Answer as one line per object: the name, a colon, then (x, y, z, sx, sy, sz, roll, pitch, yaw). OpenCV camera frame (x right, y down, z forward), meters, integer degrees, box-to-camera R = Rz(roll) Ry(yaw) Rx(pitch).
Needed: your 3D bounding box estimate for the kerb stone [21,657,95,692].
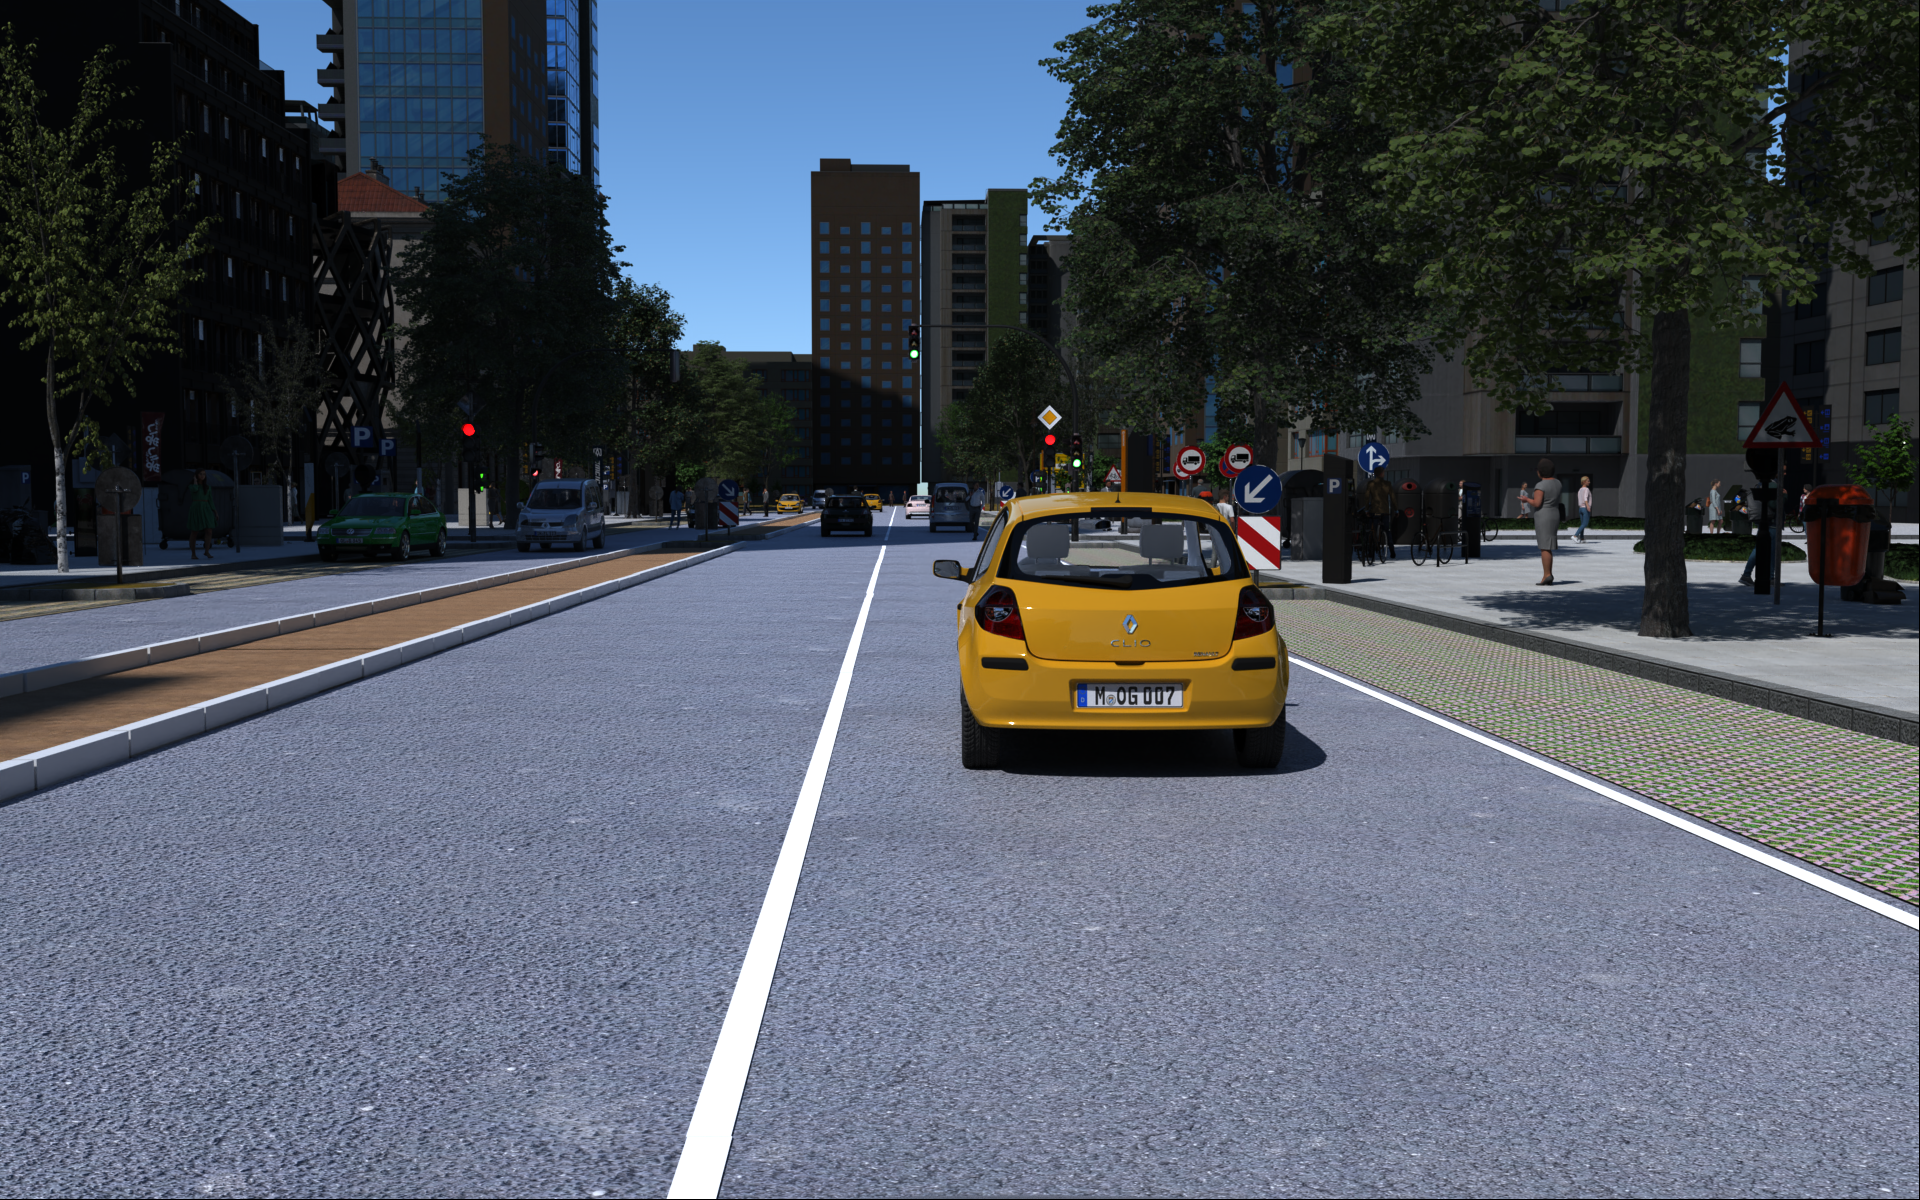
kerb stone: (-6.774, 0.567, 12.930, 0.120, 0.150, 1.000, 0, 4, -2)

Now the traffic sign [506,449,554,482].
traffic sign: (-19.623, -5.209, 79.040, 2.265, 3.308, 0.079, 0, 4, 7)

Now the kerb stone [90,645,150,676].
kerb stone: (-6.827, 0.506, 13.964, 0.120, 0.150, 1.000, 0, 4, -2)

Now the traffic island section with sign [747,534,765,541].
traffic island section with sign: (-7.159, -2.811, 54.097, 2.006, 1.907, 1.989, 0, 4, -2)

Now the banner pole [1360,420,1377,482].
banner pole: (12.928, -3.976, 55.023, 0.401, 3.779, 0.863, -2, 4, -31)

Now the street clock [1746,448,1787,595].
street clock: (10.285, -1.075, 22.144, 0.471, 2.002, 0.358, 2, 4, 26)

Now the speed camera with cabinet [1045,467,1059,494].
speed camera with cabinet: (6.958, -7.991, 124.993, 0.660, 3.252, 2.038, 1, 4, 21)

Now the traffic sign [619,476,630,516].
traffic sign: (-18.863, -5.833, 97.494, 0.606, 2.300, 0.079, 0, 4, 1)

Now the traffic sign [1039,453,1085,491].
traffic sign: (5.037, -5.595, 85.348, 2.265, 3.308, 0.079, 0, 4, 7)

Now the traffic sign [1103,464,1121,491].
traffic sign: (6.640, -4.591, 75.068, 0.884, 2.594, 0.081, 0, 4, 2)

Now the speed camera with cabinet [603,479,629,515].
speed camera with cabinet: (-21.569, -7.015, 109.029, 0.660, 3.252, 2.038, 2, 4, 33)

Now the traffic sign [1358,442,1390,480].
traffic sign: (10.138, -2.594, 42.517, 0.768, 2.556, 0.104, 0, 4, 5)

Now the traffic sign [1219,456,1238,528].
traffic sign: (8.461, -3.303, 54.106, 0.768, 2.556, 0.104, 0, 4, 5)

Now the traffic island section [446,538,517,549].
traffic island section: (-13.012, -1.466, 46.248, 2.009, 0.180, 2.903, 0, 4, -2)

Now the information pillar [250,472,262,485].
information pillar: (-23.094, -3.204, 56.878, 0.304, 2.012, 0.304, -2, 4, -32)

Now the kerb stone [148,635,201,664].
kerb stone: (-6.857, 0.440, 14.997, 0.120, 0.150, 1.000, 0, 4, -2)

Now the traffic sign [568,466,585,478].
traffic sign: (-17.638, -4.870, 79.724, 0.768, 2.556, 0.104, 0, 4, 0)

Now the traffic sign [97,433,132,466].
traffic sign: (-18.152, -2.292, 37.203, 0.795, 2.593, 0.064, 0, 4, 5)

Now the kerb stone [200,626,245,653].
kerb stone: (-6.886, 0.378, 16.019, 0.120, 0.150, 1.000, 0, 4, -2)

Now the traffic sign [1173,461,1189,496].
traffic sign: (7.968, -3.775, 61.822, 0.768, 2.556, 0.104, 0, 4, 2)

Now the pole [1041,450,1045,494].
pole: (3.862, -5.284, 80.234, 0.158, 3.312, 0.155, 0, 3, 0)

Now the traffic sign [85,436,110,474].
traffic sign: (-18.968, -2.338, 38.331, 0.768, 2.556, 0.104, 0, 4, 1)

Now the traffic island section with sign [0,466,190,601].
traffic island section with sign: (-11.916, -0.945, 24.072, 1.989, 1.847, 2.006, 0, 4, -2)

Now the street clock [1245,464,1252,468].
street clock: (6.974, -2.237, 41.150, 0.471, 2.002, 0.358, 1, 4, 18)

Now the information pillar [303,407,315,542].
information pillar: (-17.428, -3.364, 46.358, 0.183, 3.616, 0.504, -3, 5, -39)

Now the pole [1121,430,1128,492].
pole: (5.215, -3.737, 54.951, 0.158, 3.312, 0.155, 0, 3, 0)

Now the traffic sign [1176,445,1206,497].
traffic sign: (6.061, -2.775, 45.475, 0.768, 2.556, 0.104, 0, 4, 4)

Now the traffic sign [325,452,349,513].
traffic sign: (-19.018, -3.229, 52.892, 0.768, 2.556, 0.104, 0, 4, 4)

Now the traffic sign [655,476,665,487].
traffic sign: (-17.134, -5.923, 98.973, 0.606, 2.300, 0.079, 0, 4, -1)

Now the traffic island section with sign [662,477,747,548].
traffic island section with sign: (-6.910, -2.358, 46.694, 2.006, 1.907, 1.989, 0, 4, -2)

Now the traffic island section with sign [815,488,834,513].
traffic island section with sign: (-9.786, -7.404, 129.190, 2.006, 1.907, 1.989, 0, 4, -2)

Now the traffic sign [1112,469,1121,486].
traffic sign: (8.107, -5.460, 89.377, 0.768, 2.556, 0.104, 0, 4, 4)

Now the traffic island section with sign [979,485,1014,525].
traffic island section with sign: (1.984, -4.327, 79.368, 1.989, 1.847, 2.006, 0, 4, -2)

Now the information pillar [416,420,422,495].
information pillar: (-17.064, -3.872, 54.656, 0.183, 3.616, 0.504, -2, 4, -24)

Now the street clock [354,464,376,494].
street clock: (-14.486, -2.303, 42.216, 0.471, 2.002, 0.358, 1, 4, 22)

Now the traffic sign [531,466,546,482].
traffic sign: (-17.843, -4.467, 73.134, 0.768, 2.556, 0.104, 0, 4, 7)

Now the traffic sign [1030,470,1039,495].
traffic sign: (4.032, -5.505, 90.109, 0.768, 2.556, 0.104, 0, 4, 2)

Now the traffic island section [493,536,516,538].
traffic island section: (-13.291, -1.954, 54.228, 2.009, 0.180, 2.903, 0, 4, -2)

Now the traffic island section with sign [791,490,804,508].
traffic island section with sign: (-17.456, -10.663, 182.965, 1.989, 1.847, 2.006, 0, 4, -2)

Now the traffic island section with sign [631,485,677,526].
traffic island section with sign: (-13.824, -4.294, 78.828, 1.989, 1.847, 2.006, 0, 4, -2)

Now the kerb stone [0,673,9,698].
kerb stone: (-6.755, 0.630, 11.908, 0.120, 0.150, 1.000, 0, 4, -2)

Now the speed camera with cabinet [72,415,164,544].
speed camera with cabinet: (-21.407, -3.039, 44.031, 2.038, 3.252, 0.660, -2, 4, -26)

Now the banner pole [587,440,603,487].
banner pole: (-16.540, -5.402, 78.335, 0.863, 3.779, 0.401, -1, 4, -20)

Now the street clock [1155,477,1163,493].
street clock: (8.410, -4.217, 73.517, 0.358, 2.002, 0.471, -1, 4, -20)

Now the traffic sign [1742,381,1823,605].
traffic sign: (9.488, -1.226, 20.043, 0.884, 2.594, 0.081, 0, 4, 6)

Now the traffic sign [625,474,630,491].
traffic sign: (-21.166, -6.755, 110.557, 0.768, 2.556, 0.104, 0, 4, 5)

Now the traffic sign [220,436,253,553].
traffic sign: (-15.820, -2.310, 37.874, 0.768, 2.556, 0.104, 0, 4, 6)

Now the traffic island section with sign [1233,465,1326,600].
traffic island section with sign: (3.897, -0.952, 24.199, 1.989, 1.847, 2.006, 0, 4, -2)

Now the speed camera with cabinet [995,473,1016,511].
speed camera with cabinet: (3.660, -8.274, 129.621, 2.038, 3.252, 0.660, 2, 4, 26)

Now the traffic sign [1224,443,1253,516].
traffic sign: (6.884, -2.606, 42.719, 0.768, 2.556, 0.104, 0, 4, 0)

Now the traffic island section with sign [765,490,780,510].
traffic island section with sign: (-16.512, -9.010, 155.937, 1.989, 1.847, 2.006, 0, 4, -2)

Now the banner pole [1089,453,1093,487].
banner pole: (6.952, -6.270, 92.527, 0.401, 3.779, 0.863, -1, 4, -13)
